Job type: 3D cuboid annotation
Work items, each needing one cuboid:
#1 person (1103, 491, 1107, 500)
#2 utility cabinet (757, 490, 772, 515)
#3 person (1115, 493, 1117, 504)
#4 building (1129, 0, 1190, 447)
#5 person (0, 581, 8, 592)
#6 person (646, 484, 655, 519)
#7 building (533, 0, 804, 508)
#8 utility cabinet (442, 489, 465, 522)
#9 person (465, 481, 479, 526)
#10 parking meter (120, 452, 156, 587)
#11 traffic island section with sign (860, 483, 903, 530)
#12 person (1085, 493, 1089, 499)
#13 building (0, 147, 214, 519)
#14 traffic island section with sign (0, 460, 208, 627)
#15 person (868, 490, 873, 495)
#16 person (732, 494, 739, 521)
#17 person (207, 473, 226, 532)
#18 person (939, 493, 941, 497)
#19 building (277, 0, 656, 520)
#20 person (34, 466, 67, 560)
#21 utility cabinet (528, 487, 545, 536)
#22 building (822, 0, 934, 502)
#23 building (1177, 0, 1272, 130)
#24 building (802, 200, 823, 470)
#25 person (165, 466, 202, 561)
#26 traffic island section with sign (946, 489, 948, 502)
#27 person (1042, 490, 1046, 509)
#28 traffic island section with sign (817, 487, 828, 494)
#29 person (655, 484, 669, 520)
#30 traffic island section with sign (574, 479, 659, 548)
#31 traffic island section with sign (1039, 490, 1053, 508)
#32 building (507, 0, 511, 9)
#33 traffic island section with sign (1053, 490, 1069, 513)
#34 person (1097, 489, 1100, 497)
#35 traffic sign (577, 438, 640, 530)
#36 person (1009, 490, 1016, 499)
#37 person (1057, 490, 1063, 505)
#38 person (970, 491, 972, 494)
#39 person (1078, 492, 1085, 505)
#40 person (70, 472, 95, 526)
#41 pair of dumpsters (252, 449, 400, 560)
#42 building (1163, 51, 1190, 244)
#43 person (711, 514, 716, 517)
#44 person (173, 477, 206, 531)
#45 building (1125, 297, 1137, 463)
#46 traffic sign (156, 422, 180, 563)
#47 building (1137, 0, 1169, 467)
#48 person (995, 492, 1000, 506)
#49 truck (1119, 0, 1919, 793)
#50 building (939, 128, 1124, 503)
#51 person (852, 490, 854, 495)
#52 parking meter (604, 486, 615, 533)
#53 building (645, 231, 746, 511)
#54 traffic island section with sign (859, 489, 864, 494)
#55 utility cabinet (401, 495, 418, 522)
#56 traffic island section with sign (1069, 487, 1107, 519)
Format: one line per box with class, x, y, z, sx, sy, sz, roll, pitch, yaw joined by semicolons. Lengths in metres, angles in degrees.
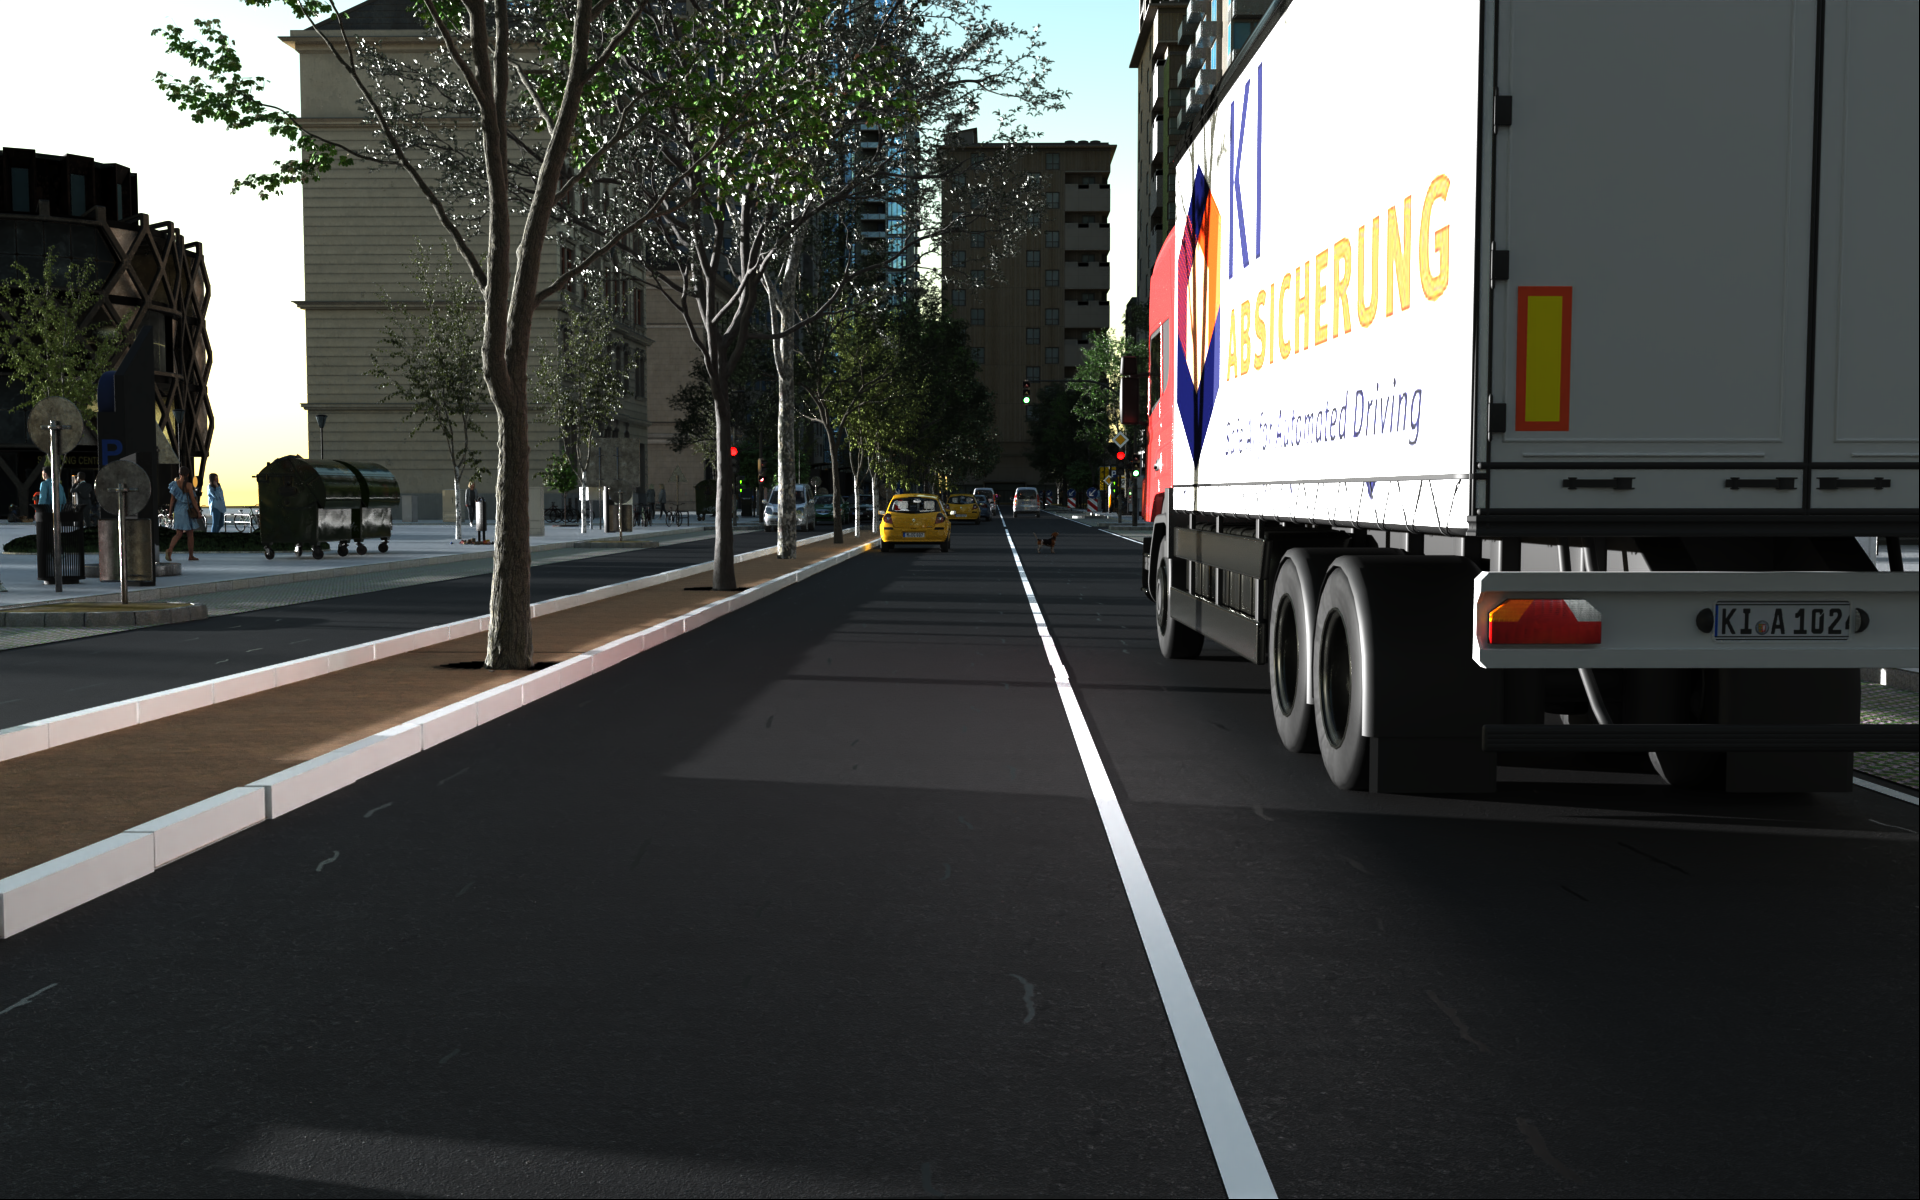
person;14.697;-10.267;174.622;1.217;1.736;0.721;0;4;2
utility cabinet;-11.456;-5.748;102.652;1.173;1.500;0.318;0;4;-3
person;18.861;-12.454;209.681;1.348;1.821;0.705;-1;4;-22
building;33.323;-36.404;184.447;28.713;52.752;27.495;0;4;1
person;-12.787;-0.901;22.589;0.589;1.601;0.330;-3;5;-42
person;-15.760;-5.008;88.101;0.537;1.800;0.526;-2;4;-34
building;-27.092;-38.162;165.946;21.231;58.520;28.212;0;4;1
utility cabinet;-22.750;-4.226;77.778;1.173;1.500;0.318;2;4;35
person;-19.335;-3.832;68.875;0.709;1.800;0.728;-2;4;-31
parking meter;-11.457;-1.126;24.123;0.399;1.863;0.255;1;4;23
traffic island section with sign;-2.961;-3.758;69.572;2.006;1.907;1.989;0;4;1
person;14.099;-11.170;189.408;0.721;1.736;1.217;3;5;43
building;-50.486;-13.827;93.515;16.811;18.784;16.820;0;4;1
traffic island section with sign;-9.683;-0.665;19.500;1.989;1.847;2.006;0;4;1
person;-10.817;-12.394;208.696;0.705;1.823;1.348;3;4;38
person;-10.720;-4.422;82.587;0.306;1.304;0.590;2;4;32
person;-18.225;-2.208;42.408;0.793;1.790;0.793;-2;4;-35
person;-1.936;-8.973;155.350;1.348;1.807;0.705;2;4;34
building;-25.781;-18.901;96.424;14.401;28.519;23.554;0;4;1
person;-17.439;-1.667;33.324;0.620;1.820;0.660;0;4;6
utility cabinet;-13.197;-2.676;52.425;1.173;1.500;0.318;0;4;6
building;-18.884;-57.577;254.049;31.000;86.520;22.319;0;4;1
building;28.957;-31.576;135.884;23.786;49.044;30.456;0;4;1
building;-24.240;-32.400;213.326;14.086;41.232;14.154;0;4;1
person;-14.789;-1.645;33.026;0.616;1.811;0.778;1;4;17
traffic island section with sign;-1.384;-8.805;152.103;2.006;1.907;1.989;0;4;1
person;7.885;-9.451;163.154;0.705;1.807;1.348;1;4;12
traffic island section with sign;-8.094;-5.740;102.468;1.989;1.847;2.006;0;4;1
person;-14.840;-4.900;86.342;0.728;1.800;0.709;1;4;10
traffic island section with sign;-9.155;-2.313;46.450;1.989;1.847;2.006;0;4;1
traffic island section with sign;9.097;-10.420;178.989;1.989;1.847;2.006;0;4;1
building;-47.174;-54.808;208.777;31.000;86.520;22.319;0;4;1
traffic island section with sign;8.145;-7.343;128.689;1.989;1.847;2.006;0;4;1
person;10.734;-7.816;134.103;0.793;1.790;0.793;-2;4;-33
traffic sign;-12.682;-4.200;62.543;2.265;3.308;0.079;0;4;1
person;5.601;-10.151;174.481;1.348;1.822;0.705;0;4;0
person;12.235;-12.395;208.795;1.348;1.812;0.705;1;4;22
person;1.072;-9.434;163.459;1.217;1.735;0.721;2;4;33
person;14.504;-12.420;209.075;1.348;1.831;0.705;-1;4;-20
person;-24.659;-2.646;48.667;0.474;1.900;0.648;0;4;-4
pair of dumpsters;-13.064;-2.039;35.829;1.574;2.255;4.437;0;4;1
building;25.990;-29.369;163.779;14.154;41.232;14.086;0;4;1
person;-14.088;-5.680;98.716;0.447;1.846;0.655;-2;4;-28
person;-23.761;-2.880;53.353;0.699;1.804;1.509;1;4;15
building;31.246;-29.286;250.527;14.107;30.474;14.160;0;4;1
traffic sign;-14.113;-1.859;30.391;0.884;2.594;0.081;0;4;3
building;30.267;-47.077;207.955;20.563;71.187;20.611;0;4;1
person;4.730;-12.690;216.663;1.217;1.739;0.721;2;4;25
truck;2.948;-1.392;11.666;2.839;4.237;11.283;0;4;0
building;10.580;-40.851;257.146;27.495;52.752;28.713;0;4;1
person;-12.739;-12.221;205.992;0.705;1.807;1.348;-3;5;-41
parking meter;-11.694;-3.022;57.818;0.372;1.533;0.369;0;3;0
building;-23.233;-17.006;128.950;10.553;20.767;40.483;0;4;1
traffic island section with sign;-7.541;-7.472;130.794;1.989;1.847;2.006;0;4;1
utility cabinet;-25.172;-4.165;79.251;0.306;1.237;1.020;-3;5;-43
traffic island section with sign;7.621;-5.694;101.722;1.989;1.847;2.006;0;4;1
